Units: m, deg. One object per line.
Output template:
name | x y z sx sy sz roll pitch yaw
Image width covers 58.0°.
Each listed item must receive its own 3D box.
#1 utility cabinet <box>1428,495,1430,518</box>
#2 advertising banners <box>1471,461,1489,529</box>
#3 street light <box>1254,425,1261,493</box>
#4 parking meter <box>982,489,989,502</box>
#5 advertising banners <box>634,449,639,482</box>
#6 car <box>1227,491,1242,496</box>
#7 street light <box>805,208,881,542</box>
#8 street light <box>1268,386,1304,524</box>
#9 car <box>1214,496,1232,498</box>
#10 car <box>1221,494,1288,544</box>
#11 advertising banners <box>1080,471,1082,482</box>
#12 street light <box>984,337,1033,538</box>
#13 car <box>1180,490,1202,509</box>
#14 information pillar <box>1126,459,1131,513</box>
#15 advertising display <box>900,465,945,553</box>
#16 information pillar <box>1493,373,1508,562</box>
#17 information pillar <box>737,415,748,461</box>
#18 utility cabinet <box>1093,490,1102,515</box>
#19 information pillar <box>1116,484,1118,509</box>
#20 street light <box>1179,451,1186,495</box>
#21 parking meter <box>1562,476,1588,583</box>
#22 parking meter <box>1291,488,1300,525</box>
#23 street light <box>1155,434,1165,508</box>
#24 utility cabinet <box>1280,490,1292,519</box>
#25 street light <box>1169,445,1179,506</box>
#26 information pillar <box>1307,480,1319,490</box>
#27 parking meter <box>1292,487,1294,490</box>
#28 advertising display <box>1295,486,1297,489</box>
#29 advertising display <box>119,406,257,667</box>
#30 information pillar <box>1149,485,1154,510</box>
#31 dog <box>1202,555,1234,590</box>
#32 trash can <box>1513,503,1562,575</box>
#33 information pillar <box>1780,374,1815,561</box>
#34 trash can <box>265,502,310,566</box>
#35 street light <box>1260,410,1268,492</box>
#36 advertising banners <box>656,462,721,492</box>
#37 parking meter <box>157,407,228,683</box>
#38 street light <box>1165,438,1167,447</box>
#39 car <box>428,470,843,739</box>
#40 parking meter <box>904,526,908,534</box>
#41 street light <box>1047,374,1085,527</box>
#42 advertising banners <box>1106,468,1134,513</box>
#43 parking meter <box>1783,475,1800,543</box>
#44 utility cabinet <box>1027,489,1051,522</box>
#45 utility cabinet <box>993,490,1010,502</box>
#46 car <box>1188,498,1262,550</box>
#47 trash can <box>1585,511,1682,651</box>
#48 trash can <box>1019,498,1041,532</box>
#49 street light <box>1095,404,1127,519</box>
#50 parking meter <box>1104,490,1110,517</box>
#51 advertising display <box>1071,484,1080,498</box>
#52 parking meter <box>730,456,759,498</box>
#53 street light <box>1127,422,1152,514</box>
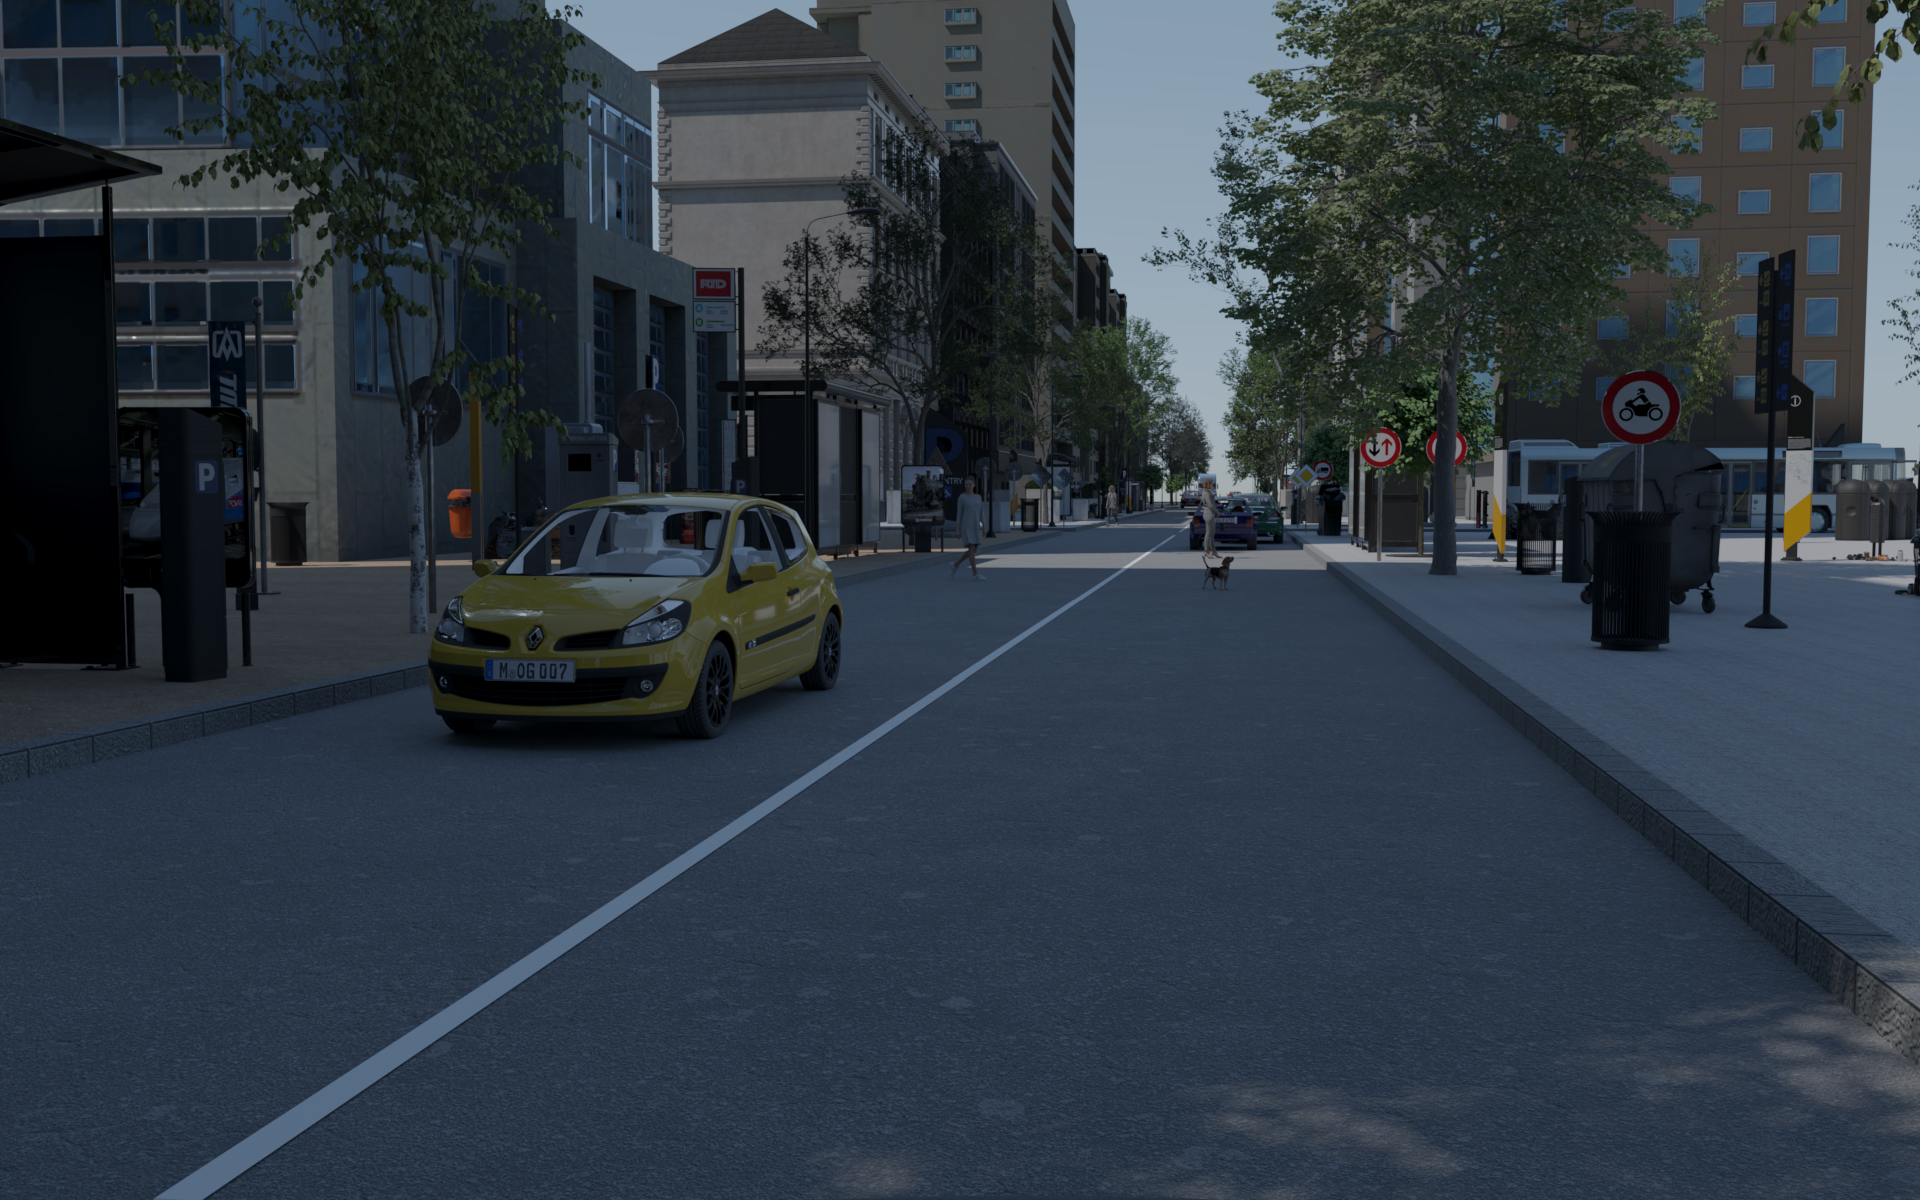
utility cabinet | 25.798 -5.083 94.272 1.020 1.237 0.306 3 5 44
advertising banners | 19.521 -4.215 65.110 0.090 3.025 2.074 0 4 -1
street light | 20.853 -8.847 117.187 1.470 5.913 1.316 1 4 9
parking meter | 1.341 -5.070 91.301 0.372 1.533 0.369 0 3 0
advertising banners | -7.366 -2.599 38.674 0.090 3.025 2.074 0 4 2
car | 35.995 -13.322 226.479 2.281 1.827 5.304 1 4 9
street light | -1.968 -3.412 28.321 1.470 5.913 1.316 1 4 9
street light | 14.035 -6.210 74.079 1.470 5.913 1.316 1 4 9
car | 11.854 -3.967 77.445 1.945 1.354 3.894 1 4 9
car | 8.701 -2.436 51.624 2.131 1.459 4.920 1 4 9
advertising banners | 8.865 -8.140 129.269 0.090 3.025 2.074 1 4 16
street light | 1.438 -4.776 50.627 1.470 5.913 1.316 1 4 9
car | 23.145 -10.076 173.407 2.281 1.827 5.304 1 4 9
information pillar | 11.116 -7.512 114.170 0.183 3.616 0.504 3 5 44
advertising display | -0.816 -2.004 37.973 0.974 1.923 0.123 0 4 -6
information pillar | 10.225 -2.532 32.753 0.183 3.616 0.504 0 4 -2
information pillar | -6.469 -3.659 51.178 0.504 3.616 0.183 2 4 24
utility cabinet | 8.152 -5.709 102.016 0.318 1.500 1.173 -1 4 -12
information pillar | 9.964 -6.493 110.656 0.304 2.012 0.304 0 4 4
street light | 23.169 -13.041 185.753 1.470 5.913 1.316 1 4 9
parking meter | 8.914 -1.018 25.049 0.372 1.533 0.369 0 3 0
parking meter | 14.085 -3.935 72.748 0.372 1.533 0.369 0 3 0
street light | 14.874 -9.858 133.724 1.470 5.913 1.316 1 4 9
utility cabinet | 16.677 -4.862 88.174 0.318 1.500 1.173 2 4 33
street light | 19.725 -11.723 164.213 1.470 5.913 1.316 1 4 9
information pillar | 20.157 -6.541 98.306 0.504 3.616 0.183 3 4 38
parking meter | 22.822 -6.860 117.876 0.399 1.863 0.255 -1 4 -15
advertising display | 22.420 -6.760 115.733 0.123 1.923 0.974 0 4 1
advertising display | -5.741 -0.467 12.854 0.974 1.923 0.123 0 4 -2
information pillar | 15.064 -8.047 136.057 0.304 2.012 0.304 1 4 21
dog | 3.867 -0.411 26.002 0.540 0.507 0.406 1 4 17
trash can | 9.181 -0.974 27.580 0.748 1.137 0.748 0 3 0
information pillar | 16.040 -2.555 33.123 0.183 3.616 0.504 -3 5 -44
trash can | -12.005 -1.181 30.956 0.748 1.137 0.748 0 3 0
street light | 17.485 -7.529 95.635 1.470 5.913 1.316 1 4 9
advertising banners | -6.941 -2.953 44.467 2.074 3.025 0.090 -2 4 -29
parking meter | -5.278 -0.381 11.934 0.255 1.863 0.399 1 4 16
street light | 16.227 -10.396 142.515 1.470 5.913 1.316 1 4 9
car | -2.012 -0.076 11.471 2.015 1.641 3.980 1 4 11
parking meter | -1.624 -3.087 56.183 0.399 1.863 0.255 1 4 18
street light | 4.124 -5.795 67.288 1.470 5.913 1.316 1 4 9
advertising banners | 10.527 -7.265 114.975 2.074 3.025 0.090 0 4 3
parking meter | 21.847 -2.431 45.458 0.255 1.863 0.399 -1 4 -14
utility cabinet | 3.615 -4.275 78.577 1.173 1.500 0.318 0 4 -3
utility cabinet | 2.254 -5.015 90.675 1.173 1.500 0.318 -2 4 -29
car | 6.975 -2.025 45.685 1.945 1.354 3.894 1 4 10
trash can | 5.554 -0.164 14.328 0.748 1.137 0.748 0 3 0
trash can | 2.365 -2.874 58.649 0.748 1.137 0.748 0 3 0
street light | 7.749 -7.169 89.761 1.470 5.913 1.316 1 4 9
parking meter | 8.075 -5.334 95.621 0.372 1.533 0.369 0 3 0
advertising display | 7.511 -6.735 115.329 0.974 1.923 0.123 0 4 -5
parking meter | -3.351 -1.300 26.971 0.399 1.863 0.255 2 4 28
street light | 11.436 -8.517 111.802 1.470 5.913 1.316 1 4 9
